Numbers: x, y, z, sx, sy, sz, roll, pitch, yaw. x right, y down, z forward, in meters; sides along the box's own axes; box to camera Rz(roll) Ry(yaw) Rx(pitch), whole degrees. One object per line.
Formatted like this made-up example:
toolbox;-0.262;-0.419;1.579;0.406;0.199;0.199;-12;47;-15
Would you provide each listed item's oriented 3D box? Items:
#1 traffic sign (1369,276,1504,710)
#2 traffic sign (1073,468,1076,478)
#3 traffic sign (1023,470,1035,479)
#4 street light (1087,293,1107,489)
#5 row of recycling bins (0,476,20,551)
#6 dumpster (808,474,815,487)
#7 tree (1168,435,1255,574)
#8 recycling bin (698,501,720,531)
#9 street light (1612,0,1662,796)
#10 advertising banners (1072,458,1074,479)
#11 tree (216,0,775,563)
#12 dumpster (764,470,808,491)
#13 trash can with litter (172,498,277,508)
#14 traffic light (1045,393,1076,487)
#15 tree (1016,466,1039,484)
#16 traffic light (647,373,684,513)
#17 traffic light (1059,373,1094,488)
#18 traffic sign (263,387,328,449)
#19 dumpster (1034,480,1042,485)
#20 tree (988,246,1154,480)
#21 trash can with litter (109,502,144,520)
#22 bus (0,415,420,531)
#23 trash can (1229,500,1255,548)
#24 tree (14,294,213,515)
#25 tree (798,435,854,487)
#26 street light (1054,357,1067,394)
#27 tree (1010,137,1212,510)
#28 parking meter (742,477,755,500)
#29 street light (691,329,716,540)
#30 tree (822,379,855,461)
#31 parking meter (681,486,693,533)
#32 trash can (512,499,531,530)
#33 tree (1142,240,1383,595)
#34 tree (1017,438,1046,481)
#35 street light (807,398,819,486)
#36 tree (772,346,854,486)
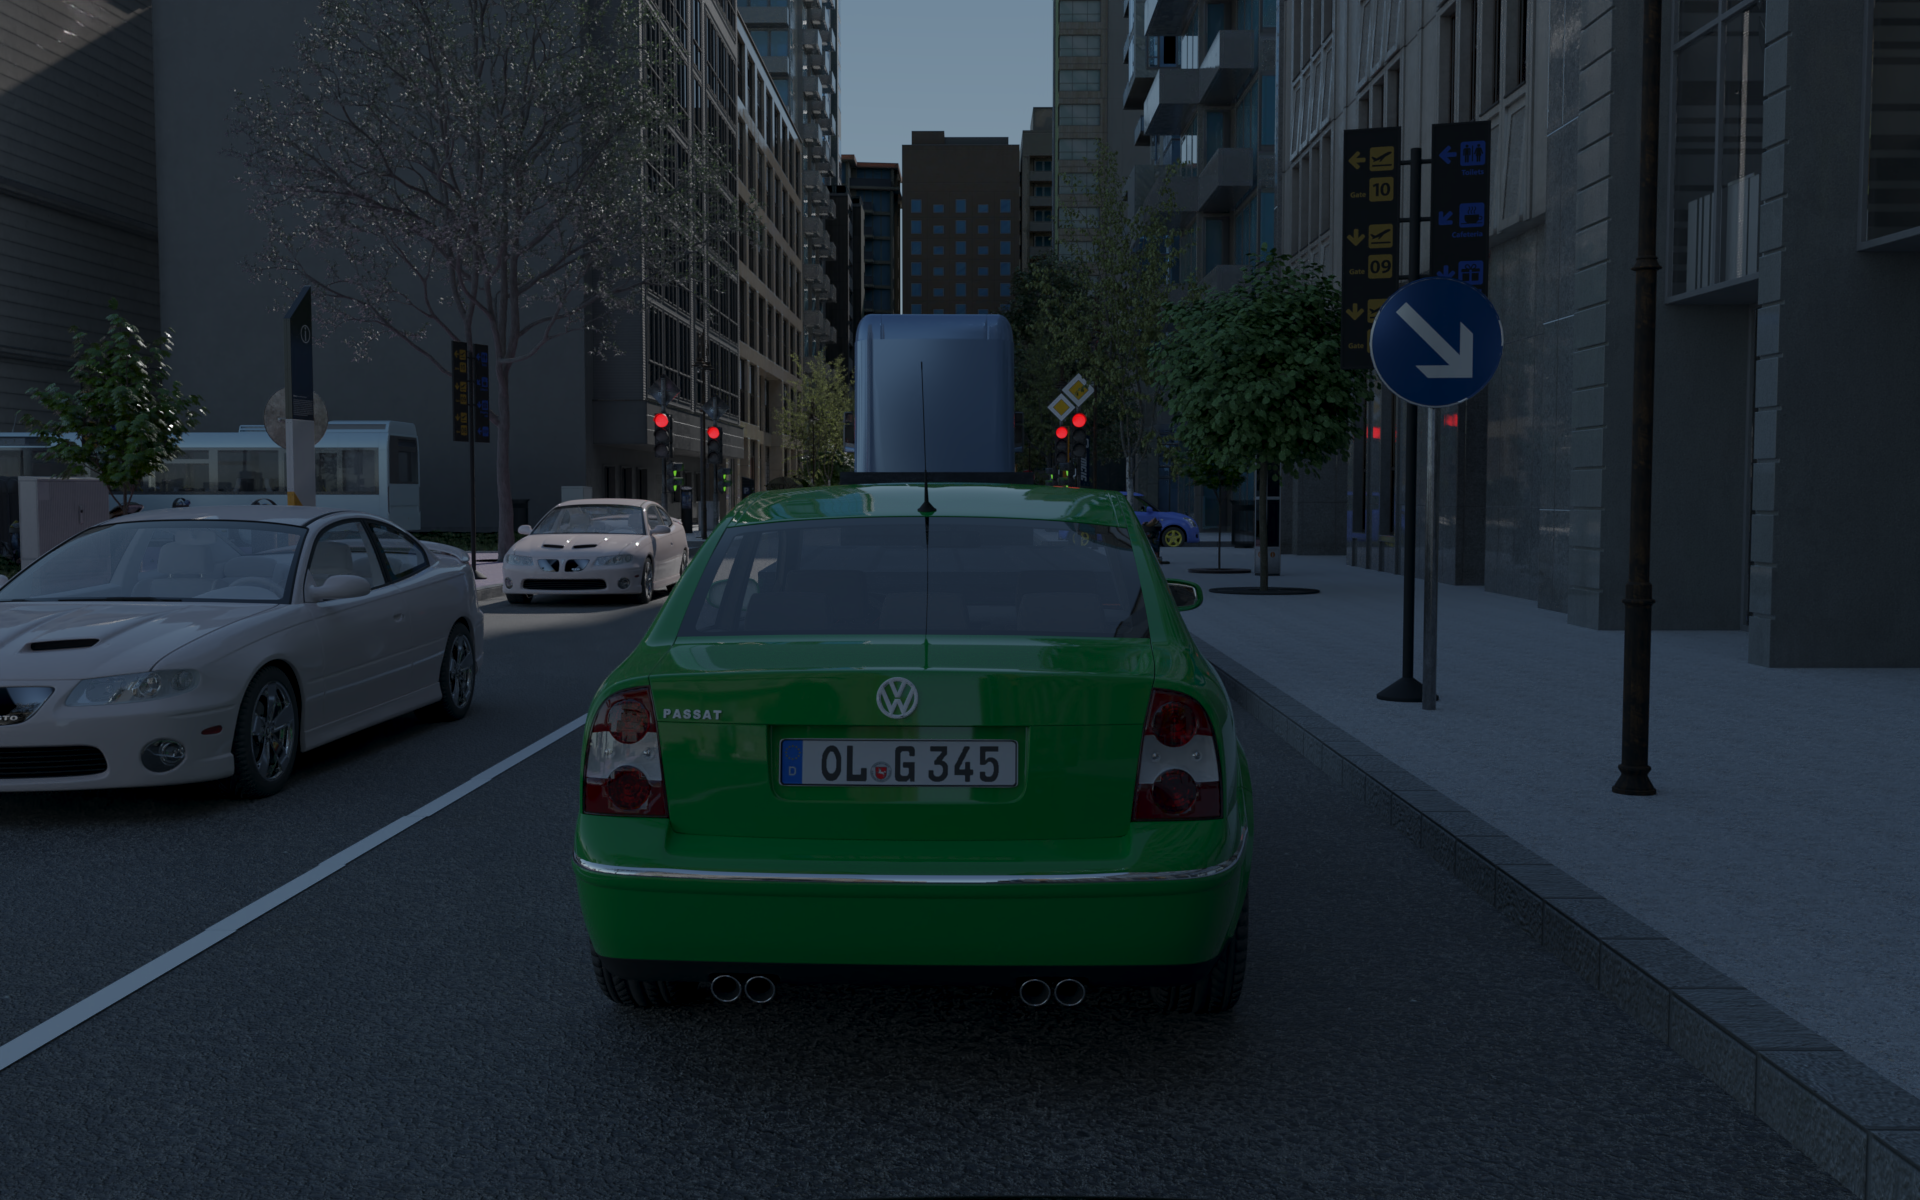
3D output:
traffic sign;2.795;-0.620;10.242;0.768;2.556;0.104;0;4;7
traffic sign;3.721;-3.584;59.782;0.795;2.450;0.064;0;4;7
traffic sign;3.564;-5.581;91.353;0.768;2.556;0.104;0;4;3
street light;3.120;-4.107;39.944;0.468;5.910;1.993;0;4;0
row of recycling bins;-21.979;-2.008;39.936;1.069;1.692;3.534;-1;4;-15
dumpster;-7.067;-4.464;75.482;1.502;2.255;1.985;0;4;1
tree;4.214;-2.067;28.398;1.663;3.219;1.824;0;3;0
recycling bin;-8.866;-2.971;61.136;0.722;1.027;0.722;0;4;-6
street light;2.897;-2.109;7.266;0.468;5.910;1.993;0;4;0
advertising banners;3.947;-4.049;62.394;0.090;3.025;2.074;1;4;13
tree;-8.708;-7.459;32.319;12.009;13.543;11.850;0;3;0
dumpster;-7.105;-4.132;70.045;1.502;2.255;1.985;0;4;0
trash can with litter;-11.247;-0.981;27.100;1.678;1.210;2.233;1;4;20
traffic light;2.801;-3.632;48.297;0.839;4.253;0.868;0;4;0
tree;4.031;-6.745;104.889;1.663;3.219;1.824;0;3;0
traffic light;-6.879;-3.147;40.379;0.839;4.253;0.868;0;4;0
traffic light;2.732;-3.143;40.312;0.839;4.253;0.868;0;4;0
traffic sign;-7.789;-1.236;20.322;0.768;2.556;0.104;0;4;1
dumpster;3.673;-5.572;93.598;1.502;2.255;1.985;0;4;1
tree;4.341;-9.980;80.175;9.611;12.733;9.660;0;3;0
trash can with litter;-12.066;-0.805;24.544;1.055;1.170;0.624;2;4;24
bus;-20.814;-3.022;44.275;13.247;3.499;2.948;0;3;0
trash can;6.749;-1.802;41.119;0.748;1.137;0.748;0;3;0
tree;-8.322;-1.366;16.932;1.663;3.219;1.824;0;3;0
tree;-7.365;-6.912;96.717;4.285;4.588;4.351;0;3;0
street light;3.350;-5.152;57.027;0.468;5.910;1.993;0;4;0
tree;3.475;-5.219;35.691;4.737;8.622;4.395;0;3;0
parking meter;-7.104;-3.207;58.144;0.399;1.863;0.255;1;4;18
street light;-7.180;-4.637;48.610;0.468;5.910;1.993;0;4;0
tree;-7.192;-9.871;111.757;4.737;8.622;4.395;0;3;0
parking meter;-8.922;-2.944;56.550;0.372;1.533;0.369;0;3;0
trash can;-12.488;-2.276;48.858;0.748;1.137;0.748;0;3;0
tree;4.060;-2.376;22.567;4.285;4.588;4.351;0;3;0
tree;4.128;-14.599;156.818;7.486;12.596;7.792;0;3;0
street light;-6.942;-6.684;82.078;0.468;5.910;1.993;0;4;0
tree;-7.474;-8.334;86.630;4.360;8.622;3.978;0;3;0
